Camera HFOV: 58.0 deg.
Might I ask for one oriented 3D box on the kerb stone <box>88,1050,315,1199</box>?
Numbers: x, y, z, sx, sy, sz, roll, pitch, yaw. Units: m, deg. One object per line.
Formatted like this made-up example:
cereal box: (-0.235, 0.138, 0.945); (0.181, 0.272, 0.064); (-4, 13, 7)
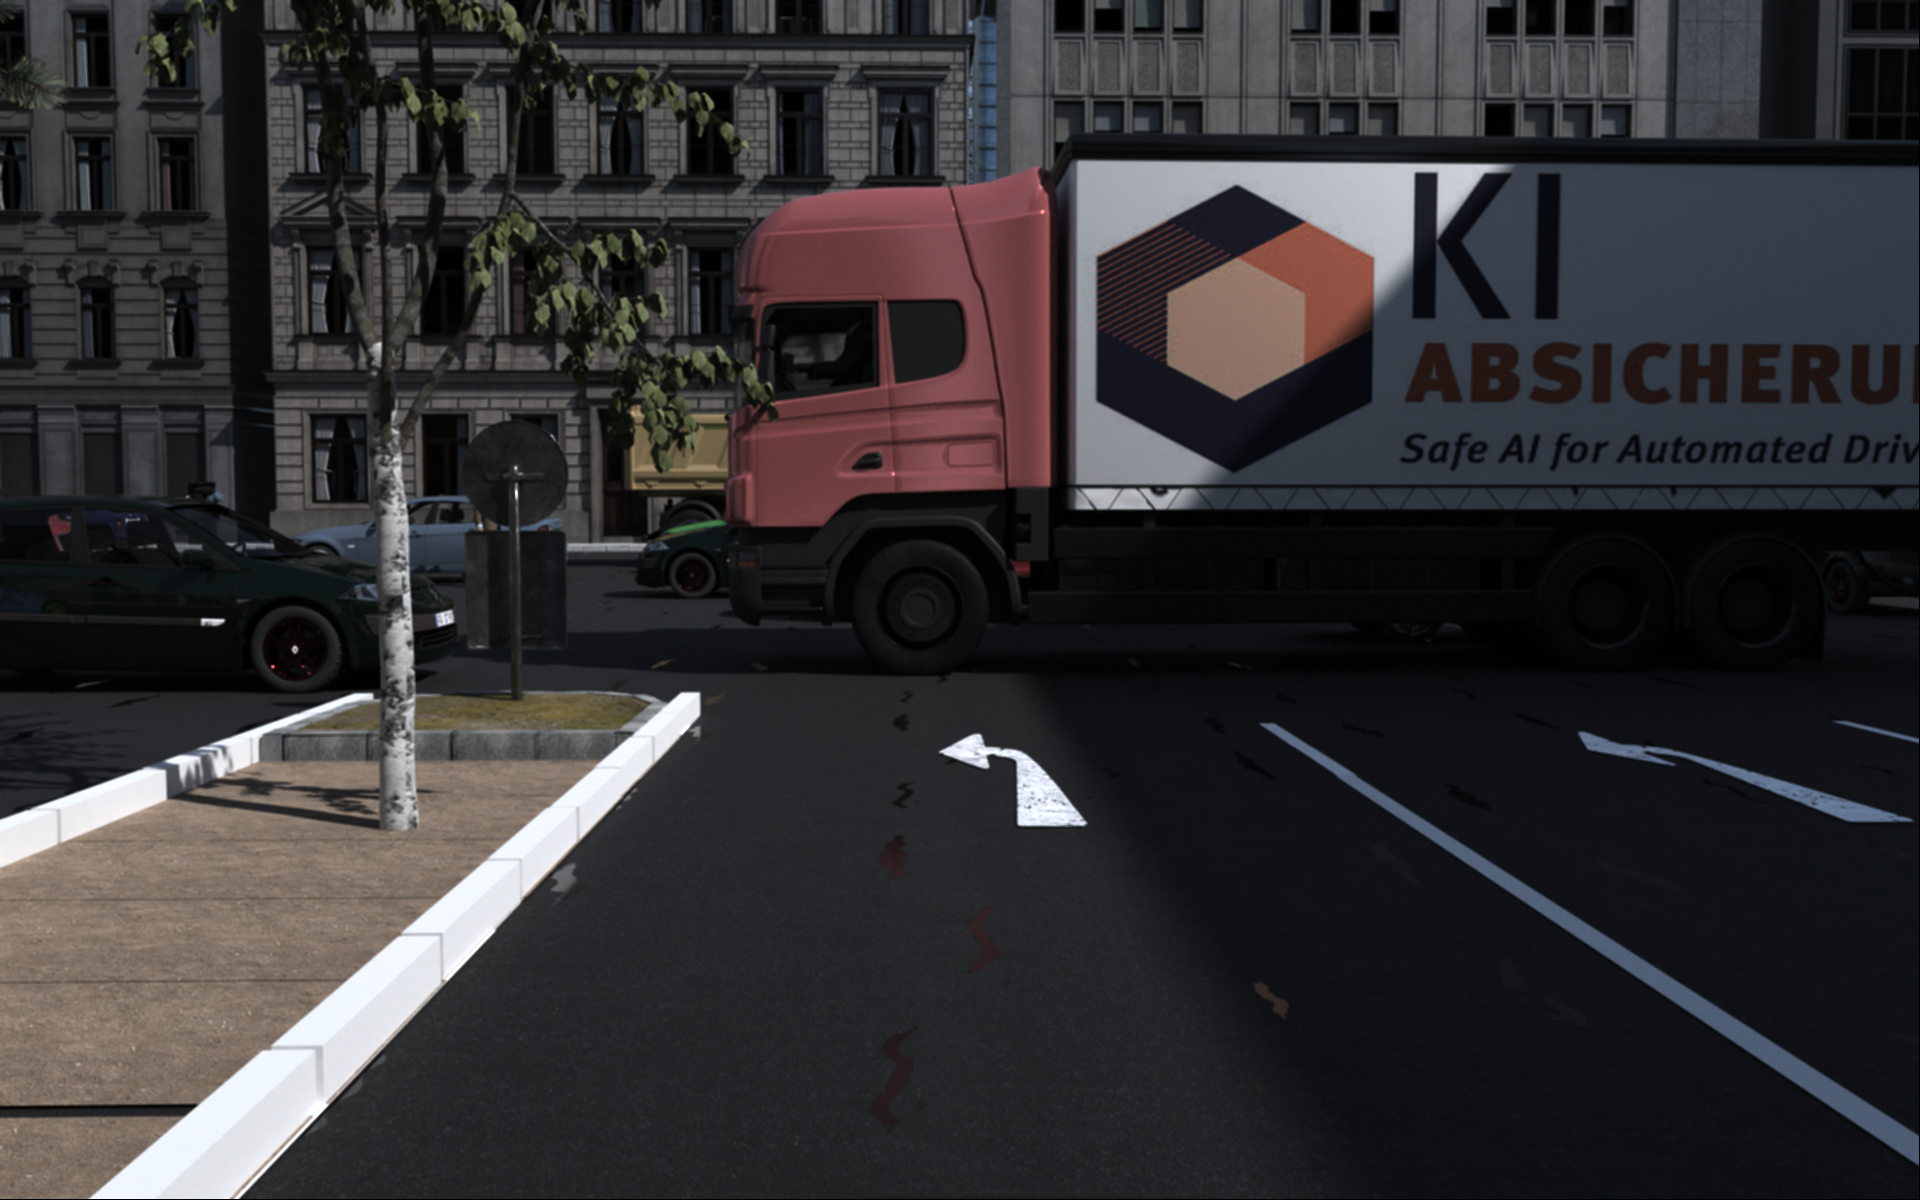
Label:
kerb stone: (-1.535, 1.143, 3.501); (0.120, 0.150, 1.000); (0, 4, -2)

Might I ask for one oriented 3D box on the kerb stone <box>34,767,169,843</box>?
kerb stone: (-3.739, 0.895, 7.559); (0.120, 0.150, 1.000); (0, 4, -2)

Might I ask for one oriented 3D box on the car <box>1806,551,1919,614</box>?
car: (11.289, -0.751, 22.062); (2.009, 1.686, 4.222); (0, 4, -2)

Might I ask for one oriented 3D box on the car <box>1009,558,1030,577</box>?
car: (0.620, -0.709, 20.265); (5.304, 1.827, 2.281); (0, 4, -3)

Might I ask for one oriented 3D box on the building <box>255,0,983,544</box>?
building: (-8.856, -11.280, 49.055); (19.286, 19.102, 10.561); (0, 4, -2)

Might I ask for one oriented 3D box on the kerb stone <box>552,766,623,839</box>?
kerb stone: (-1.639, 0.894, 7.622); (0.120, 0.150, 1.000); (0, 4, -2)

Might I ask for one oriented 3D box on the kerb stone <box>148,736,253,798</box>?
kerb stone: (-3.775, 0.832, 8.598); (0.120, 0.150, 1.000); (0, 4, -2)

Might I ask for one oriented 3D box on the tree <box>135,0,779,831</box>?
tree: (-2.350, -3.308, 6.901); (4.737, 8.622, 4.395); (0, 3, 0)

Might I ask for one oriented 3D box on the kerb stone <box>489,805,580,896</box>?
kerb stone: (-1.616, 0.954, 6.595); (0.120, 0.150, 1.000); (0, 4, -2)

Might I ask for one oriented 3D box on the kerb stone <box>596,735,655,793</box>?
kerb stone: (-1.671, 0.830, 8.649); (0.120, 0.150, 1.000); (0, 4, -2)

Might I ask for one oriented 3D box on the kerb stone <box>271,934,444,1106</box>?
kerb stone: (-1.555, 1.080, 4.530); (0.120, 0.150, 1.000); (0, 4, -2)

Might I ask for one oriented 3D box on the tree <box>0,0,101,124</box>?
tree: (-2.866, -4.675, 0.946); (6.751, 12.117, 7.091); (0, 3, 0)

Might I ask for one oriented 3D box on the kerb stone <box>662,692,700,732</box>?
kerb stone: (-1.728, 0.703, 10.709); (0.120, 0.150, 1.000); (0, 4, -2)

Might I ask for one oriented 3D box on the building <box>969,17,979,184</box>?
building: (-10.202, -55.110, 213.714); (31.000, 86.520, 22.319); (0, 4, -2)

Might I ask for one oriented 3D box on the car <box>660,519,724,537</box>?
car: (-3.181, -1.389, 31.504); (4.718, 1.807, 1.959); (0, 4, 0)

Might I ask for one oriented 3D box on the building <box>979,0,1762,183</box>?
building: (10.711, -14.234, 50.744); (19.932, 24.808, 12.078); (0, 4, -2)

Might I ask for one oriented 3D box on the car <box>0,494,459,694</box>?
car: (-6.008, -0.206, 13.162); (4.222, 1.686, 2.009); (0, 4, -2)

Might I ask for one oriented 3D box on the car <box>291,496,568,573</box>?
car: (-8.765, -1.009, 28.501); (4.499, 1.417, 2.014); (0, 4, -2)

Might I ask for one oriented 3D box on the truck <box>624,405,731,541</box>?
truck: (-1.638, -2.379, 34.814); (9.791, 3.379, 3.469); (0, 4, -1)

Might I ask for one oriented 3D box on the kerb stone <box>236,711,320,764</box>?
kerb stone: (-3.802, 0.770, 9.625); (0.120, 0.150, 1.000); (0, 4, -2)

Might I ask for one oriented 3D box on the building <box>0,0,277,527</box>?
building: (-28.081, -12.247, 49.397); (18.267, 20.994, 9.793); (0, 4, -2)

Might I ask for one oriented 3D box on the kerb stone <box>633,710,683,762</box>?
kerb stone: (-1.693, 0.765, 9.682); (0.120, 0.150, 1.000); (0, 4, -2)

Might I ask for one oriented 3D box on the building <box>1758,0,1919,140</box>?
building: (36.318, -14.324, 53.270); (30.058, 24.678, 14.314); (0, 4, -2)

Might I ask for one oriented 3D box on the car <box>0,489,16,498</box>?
car: (-22.508, -1.841, 38.766); (5.304, 1.827, 2.281); (0, 3, 0)

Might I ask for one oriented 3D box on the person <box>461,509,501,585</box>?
person: (-7.266, -1.118, 26.684); (0.836, 1.842, 0.656); (-1, 4, -14)

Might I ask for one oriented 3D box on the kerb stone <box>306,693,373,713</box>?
kerb stone: (-3.823, 0.706, 10.652); (0.120, 0.150, 1.000); (0, 4, -2)

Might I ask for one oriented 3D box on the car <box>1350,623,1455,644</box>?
car: (5.689, -0.522, 17.326); (4.718, 1.807, 1.959); (0, 4, 0)

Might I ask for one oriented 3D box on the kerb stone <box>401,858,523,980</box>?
kerb stone: (-1.586, 1.017, 5.566); (0.120, 0.150, 1.000); (0, 4, -2)

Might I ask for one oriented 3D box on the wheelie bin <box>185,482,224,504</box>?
wheelie bin: (-19.233, -2.211, 44.066); (0.980, 1.594, 0.693); (-2, 4, -35)

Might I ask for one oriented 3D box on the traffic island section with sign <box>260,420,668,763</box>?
traffic island section with sign: (-2.754, -0.125, 10.178); (2.006, 1.907, 1.989); (0, 4, -2)

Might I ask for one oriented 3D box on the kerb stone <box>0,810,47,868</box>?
kerb stone: (-3.712, 0.958, 6.531); (0.120, 0.150, 1.000); (0, 4, -2)

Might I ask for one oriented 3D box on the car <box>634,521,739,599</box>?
car: (-2.455, -0.896, 24.428); (4.222, 1.686, 2.009); (0, 4, -1)

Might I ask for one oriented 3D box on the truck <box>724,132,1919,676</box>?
truck: (3.042, -1.582, 14.774); (11.283, 4.237, 2.839); (0, 4, -3)
